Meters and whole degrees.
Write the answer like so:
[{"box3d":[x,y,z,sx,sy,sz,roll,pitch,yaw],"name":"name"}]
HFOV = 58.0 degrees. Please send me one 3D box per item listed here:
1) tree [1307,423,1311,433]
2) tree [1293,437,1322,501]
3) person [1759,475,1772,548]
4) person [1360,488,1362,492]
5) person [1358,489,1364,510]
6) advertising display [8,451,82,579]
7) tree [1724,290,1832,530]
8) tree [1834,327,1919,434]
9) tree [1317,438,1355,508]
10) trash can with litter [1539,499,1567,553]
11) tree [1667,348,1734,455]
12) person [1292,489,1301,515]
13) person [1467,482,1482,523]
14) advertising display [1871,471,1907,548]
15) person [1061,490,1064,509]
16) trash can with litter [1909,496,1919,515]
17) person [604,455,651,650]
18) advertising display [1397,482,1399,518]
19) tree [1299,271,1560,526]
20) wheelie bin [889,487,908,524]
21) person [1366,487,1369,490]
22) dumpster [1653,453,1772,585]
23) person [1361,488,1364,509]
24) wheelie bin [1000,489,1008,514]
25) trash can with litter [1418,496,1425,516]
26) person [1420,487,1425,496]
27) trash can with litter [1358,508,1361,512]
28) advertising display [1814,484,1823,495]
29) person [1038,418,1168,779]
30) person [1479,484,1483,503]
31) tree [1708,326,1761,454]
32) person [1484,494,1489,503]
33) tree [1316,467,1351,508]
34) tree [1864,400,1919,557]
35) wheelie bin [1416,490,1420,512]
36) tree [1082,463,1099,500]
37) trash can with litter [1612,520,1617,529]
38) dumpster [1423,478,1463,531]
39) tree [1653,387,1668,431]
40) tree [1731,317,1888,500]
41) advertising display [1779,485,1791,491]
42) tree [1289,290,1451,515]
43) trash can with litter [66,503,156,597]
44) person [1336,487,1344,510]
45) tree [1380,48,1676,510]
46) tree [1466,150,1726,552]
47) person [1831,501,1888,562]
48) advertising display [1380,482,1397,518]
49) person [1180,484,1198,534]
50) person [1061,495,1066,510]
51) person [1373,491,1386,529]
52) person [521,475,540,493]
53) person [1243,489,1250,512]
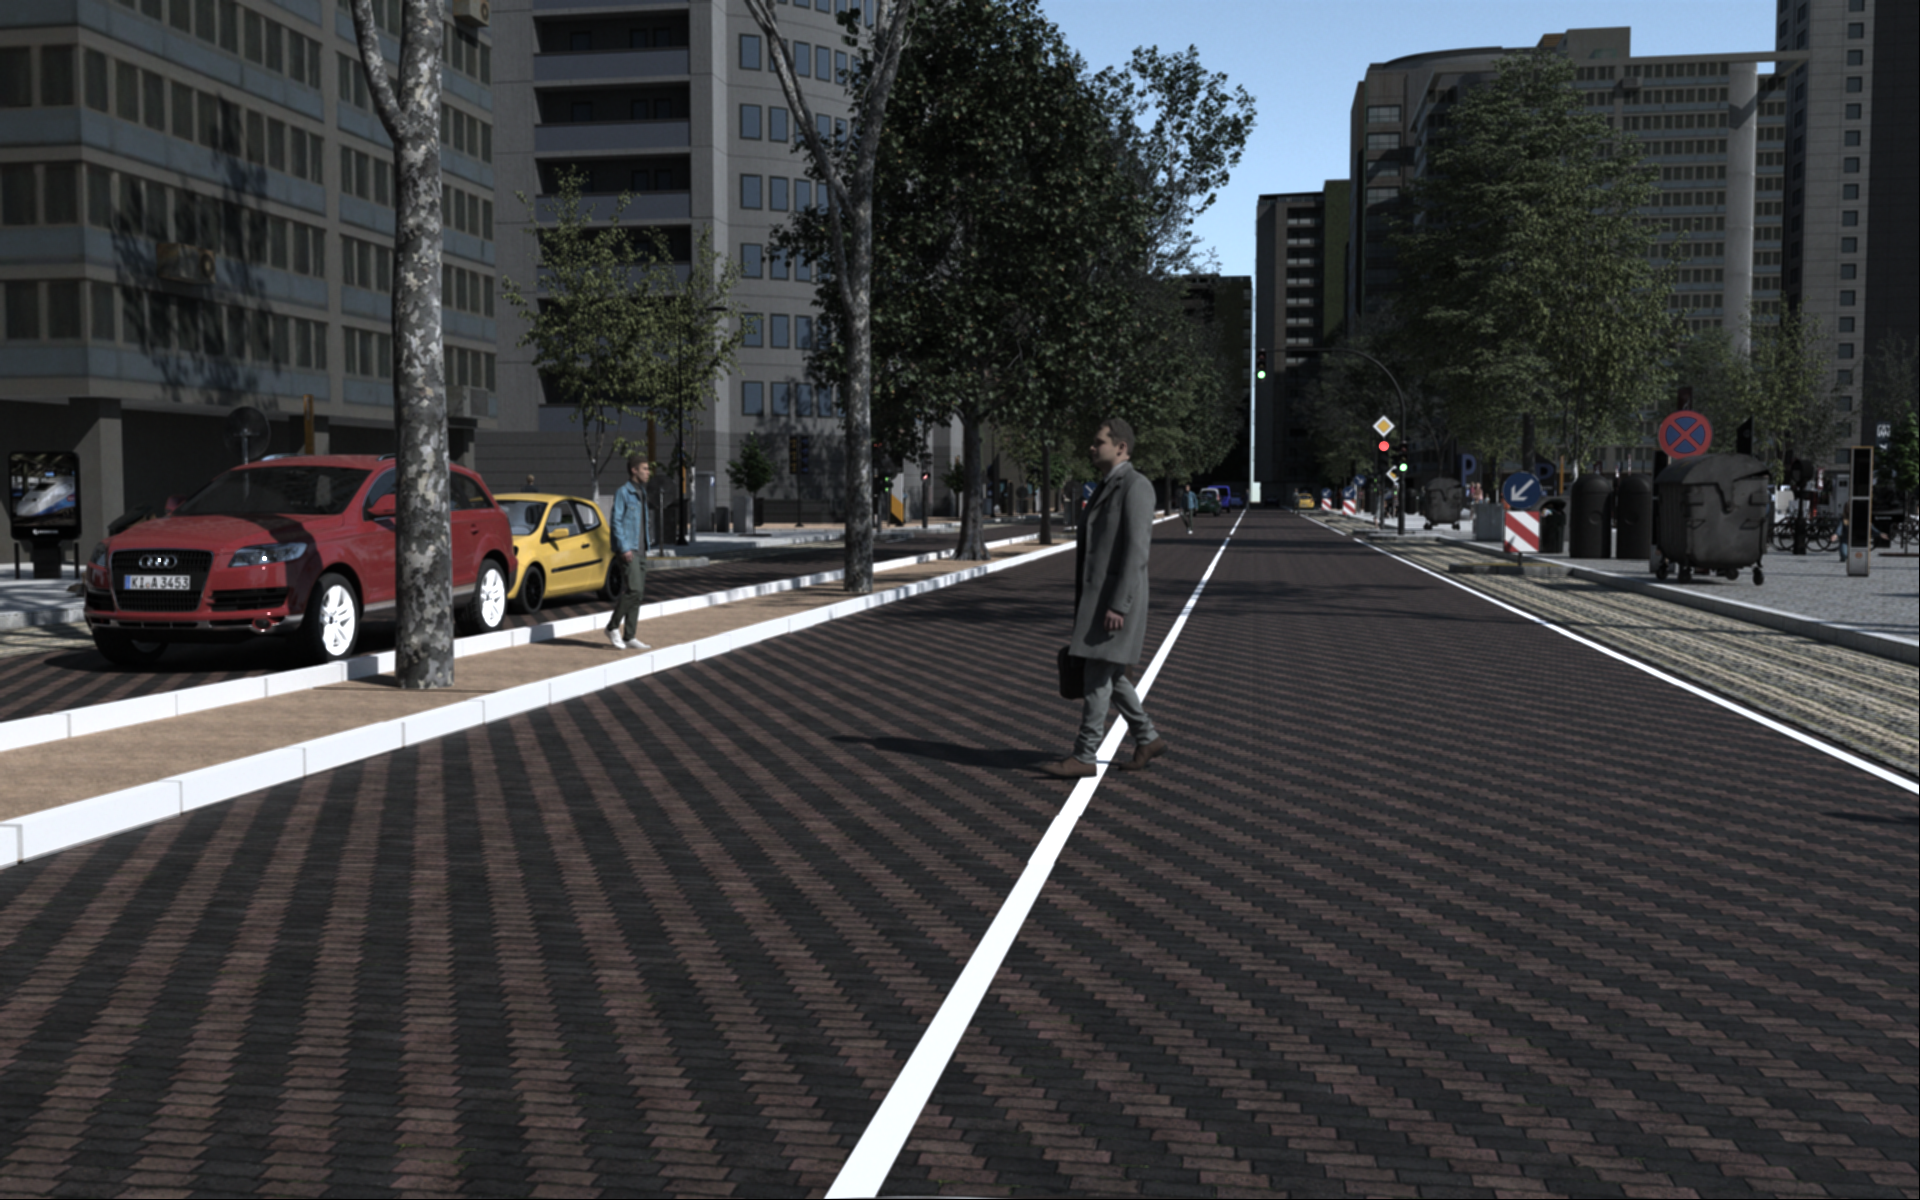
[{"box3d":[28.363,-12.504,122.571,7.486,12.596,7.792,0,3,0],"name":"tree"},{"box3d":[42.875,-15.924,210.711,4.360,8.622,3.978,0,3,0],"name":"tree"},{"box3d":[19.130,-2.146,41.319,0.419,1.800,0.721,2,4,34],"name":"person"},{"box3d":[33.683,-8.548,146.320,0.721,1.766,1.217,-1,4,-9],"name":"person"},{"box3d":[32.983,-8.332,142.996,1.217,1.743,0.721,0,4,-8],"name":"person"},{"box3d":[-13.820,-1.282,26.182,0.974,1.923,0.123,0,4,-8],"name":"advertising display"},{"box3d":[28.961,-6.819,61.857,4.737,8.622,4.395,0,3,0],"name":"tree"},{"box3d":[41.852,-7.711,76.444,4.360,8.622,3.978,0,3,0],"name":"tree"},{"box3d":[34.446,-12.658,157.313,4.737,8.622,4.395,0,3,0],"name":"tree"},{"box3d":[12.758,-1.607,37.669,0.624,1.170,1.055,0,4,-2],"name":"trash can with litter"},{"box3d":[36.865,-8.106,82.901,4.360,8.622,3.978,0,3,0],"name":"tree"},{"box3d":[23.407,-6.826,120.288,0.661,1.801,0.590,-2,4,-35],"name":"person"},{"box3d":[23.184,-4.411,78.130,0.580,1.828,0.573,-2,4,-34],"name":"person"},{"box3d":[21.995,-2.205,41.261,0.974,1.923,0.123,3,4,38],"name":"advertising display"},{"box3d":[8.496,-8.404,144.163,1.217,1.735,0.721,1,4,15],"name":"person"},{"box3d":[58.850,-5.847,106.989,0.624,1.170,1.055,3,5,44],"name":"trash can with litter"},{"box3d":[-3.038,-0.430,15.881,0.444,1.785,0.601,1,4,22],"name":"person"},{"box3d":[23.600,-5.432,94.019,0.974,1.923,0.123,-1,4,-10],"name":"advertising display"},{"box3d":[19.061,-8.222,68.845,8.767,10.594,7.601,0,4,-7],"name":"tree"},{"box3d":[-2.664,-3.997,73.252,0.980,1.594,0.693,1,4,16],"name":"wheelie bin"},{"box3d":[32.843,-8.159,139.455,0.705,1.823,1.348,-1,4,-11],"name":"person"},{"box3d":[10.883,-1.181,25.076,1.264,1.857,1.865,1,4,9],"name":"dumpster"},{"box3d":[33.711,-8.486,144.795,0.705,1.824,1.348,-1,4,-18],"name":"person"},{"box3d":[2.975,-6.333,111.456,0.693,1.594,0.980,-2,4,-34],"name":"wheelie bin"},{"box3d":[27.336,-5.527,101.751,0.624,1.170,1.055,0,4,-6],"name":"trash can with litter"},{"box3d":[32.285,-7.000,120.682,0.526,1.800,0.537,-2,4,-24],"name":"person"},{"box3d":[28.542,-6.960,125.178,1.055,1.170,0.624,1,4,16],"name":"trash can with litter"},{"box3d":[57.240,-6.777,116.022,0.974,1.923,0.123,1,4,22],"name":"advertising display"},{"box3d":[0.740,-0.014,8.830,0.767,1.812,0.694,-1,4,-13],"name":"person"},{"box3d":[24.182,-4.570,80.767,0.555,1.821,0.388,-3,4,-37],"name":"person"},{"box3d":[50.498,-12.197,117.550,7.486,12.596,7.792,0,3,0],"name":"tree"},{"box3d":[30.619,-5.528,100.669,0.306,1.304,0.590,2,4,27],"name":"person"},{"box3d":[37.699,-11.697,174.963,4.285,4.588,4.351,0,3,0],"name":"tree"},{"box3d":[19.437,-2.517,35.749,1.663,3.219,1.824,0,3,0],"name":"tree"},{"box3d":[32.017,-6.981,122.039,0.980,1.594,0.693,-3,4,-39],"name":"wheelie bin"},{"box3d":[10.710,-10.112,149.037,4.285,4.588,4.351,0,3,0],"name":"tree"},{"box3d":[24.767,-3.248,64.494,1.055,1.170,0.624,-3,4,-37],"name":"trash can with litter"},{"box3d":[17.192,-3.418,61.639,1.264,1.857,1.865,1,4,10],"name":"dumpster"},{"box3d":[37.700,-8.448,88.483,4.360,8.622,3.978,0,3,0],"name":"tree"},{"box3d":[35.735,-7.508,73.124,4.360,8.622,3.978,0,3,0],"name":"tree"},{"box3d":[57.806,-7.106,121.398,0.974,1.923,0.123,-1,4,-22],"name":"advertising display"},{"box3d":[25.085,-11.834,103.852,12.009,13.543,11.850,0,3,0],"name":"tree"},{"box3d":[-10.623,-0.637,21.804,0.624,1.170,1.055,3,5,44],"name":"trash can with litter"},{"box3d":[30.901,-8.254,140.962,0.705,1.831,1.348,-1,4,-17],"name":"person"},{"box3d":[14.495,-7.774,45.227,7.486,12.596,7.792,0,3,0],"name":"tree"},{"box3d":[13.765,-5.359,37.980,4.737,8.622,4.395,0,3,0],"name":"tree"},{"box3d":[16.873,-1.284,32.532,1.012,1.151,0.738,1,4,20],"name":"person"},{"box3d":[22.516,-5.275,91.464,0.123,1.923,0.974,-2,4,-35],"name":"advertising display"},{"box3d":[8.325,-3.310,62.965,0.601,1.785,0.444,3,5,41],"name":"person"},{"box3d":[8.627,-8.086,141.445,0.799,1.438,0.628,-2,4,-32],"name":"person"},{"box3d":[15.438,-3.317,63.735,0.522,1.701,0.512,1,4,18],"name":"person"},{"box3d":[-10.947,-2.313,44.285,0.576,1.772,0.534,-2,4,-24],"name":"person"},{"box3d":[22.405,-7.756,135.479,0.590,1.801,0.661,0,4,-3],"name":"person"}]
